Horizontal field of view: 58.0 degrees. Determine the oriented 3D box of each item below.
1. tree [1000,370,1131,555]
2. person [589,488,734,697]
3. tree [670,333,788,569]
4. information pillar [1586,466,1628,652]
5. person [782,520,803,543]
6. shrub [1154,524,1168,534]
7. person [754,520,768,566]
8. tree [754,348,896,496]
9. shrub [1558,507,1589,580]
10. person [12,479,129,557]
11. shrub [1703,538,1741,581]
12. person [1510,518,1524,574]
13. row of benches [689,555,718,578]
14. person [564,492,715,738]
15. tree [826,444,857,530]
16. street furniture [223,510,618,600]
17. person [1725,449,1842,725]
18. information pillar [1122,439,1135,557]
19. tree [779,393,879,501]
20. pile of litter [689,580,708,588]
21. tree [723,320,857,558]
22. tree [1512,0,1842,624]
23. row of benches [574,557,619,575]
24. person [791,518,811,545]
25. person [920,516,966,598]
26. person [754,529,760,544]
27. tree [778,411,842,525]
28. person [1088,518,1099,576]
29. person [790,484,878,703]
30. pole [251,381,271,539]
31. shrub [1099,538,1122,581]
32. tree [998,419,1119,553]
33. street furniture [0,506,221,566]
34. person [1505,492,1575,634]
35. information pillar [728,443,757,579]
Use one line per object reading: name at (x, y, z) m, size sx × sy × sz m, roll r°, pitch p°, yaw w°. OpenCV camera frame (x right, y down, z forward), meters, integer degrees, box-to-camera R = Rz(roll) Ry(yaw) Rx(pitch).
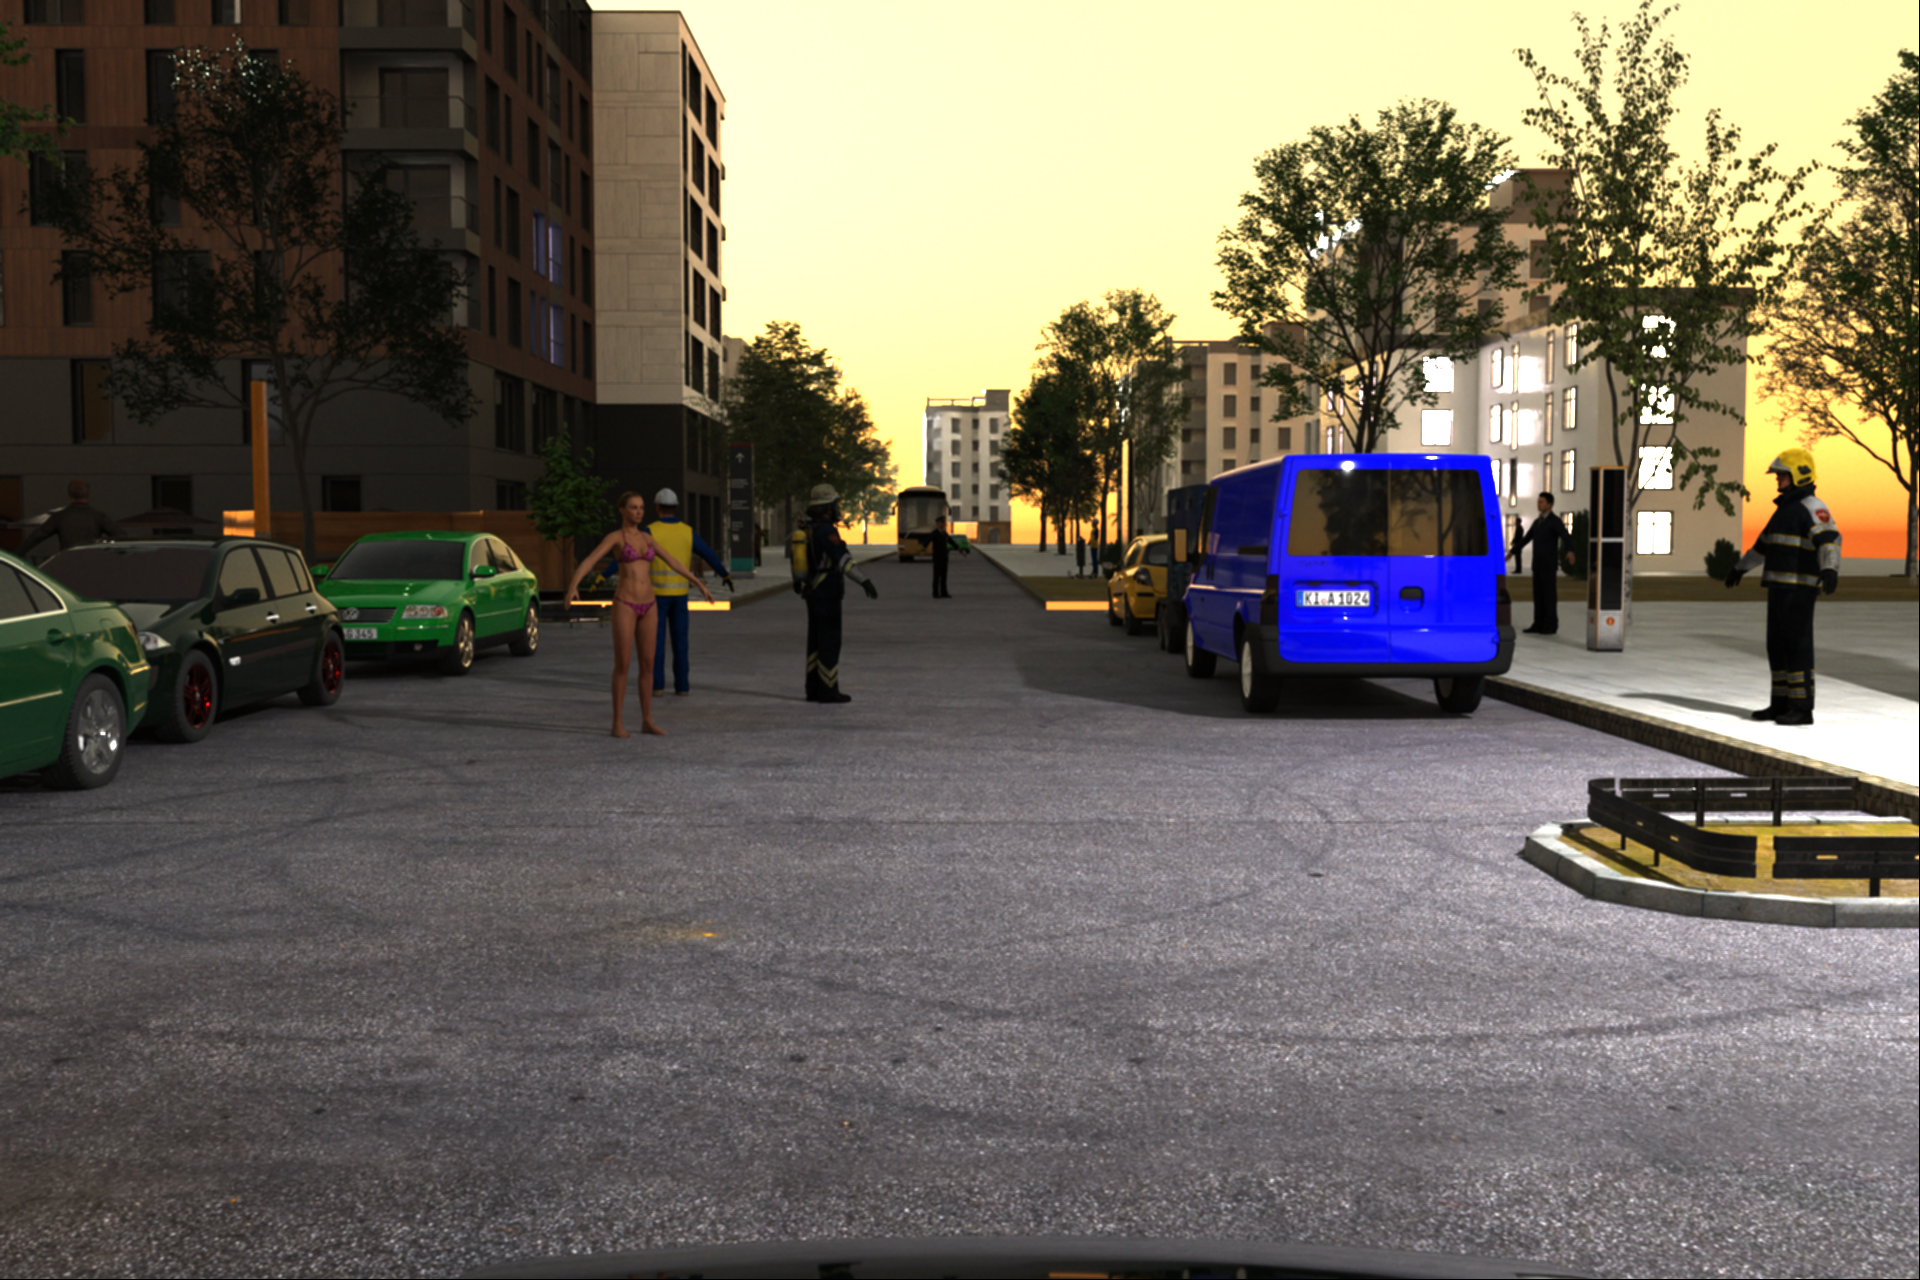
tree at (6.476, -11.023, 105.989) m, size 9.928 × 11.665 × 9.643 m, roll 0°, pitch 3°, yaw 0°
person at (-2.607, -0.424, 15.364) m, size 1.349 × 1.833 × 0.705 m, roll -2°, pitch 4°, yaw -30°
tree at (-8.980, -6.968, 64.296) m, size 4.360 × 8.622 × 3.978 m, roll 0°, pitch 3°, yaw 0°
information pillar at (7.051, -0.880, 18.883) m, size 0.304 × 2.012 × 0.304 m, roll 0°, pitch 4°, yaw -1°
person at (-5.911, -3.527, 63.861) m, size 1.347 × 1.806 × 0.705 m, roll 1°, pitch 4°, yaw 12°
shrub at (6.462, -2.798, 49.781) m, size 1.661 × 2.075 × 1.752 m, roll 0°, pitch 3°, yaw 0°
person at (-8.126, -3.870, 69.038) m, size 1.354 × 1.858 × 0.705 m, roll 2°, pitch 4°, yaw 35°
tree at (-9.323, -12.433, 113.642) m, size 12.009 × 13.543 × 11.850 m, roll 0°, pitch 3°, yaw 0°
shrub at (17.461, -2.688, 48.376) m, size 1.690 × 2.028 × 1.600 m, roll 0°, pitch 3°, yaw 0°
person at (-8.432, -0.639, 16.624) m, size 1.348 × 1.807 × 0.705 m, roll -2°, pitch 4°, yaw -23°
shrub at (21.027, -2.241, 47.760) m, size 1.383 × 1.207 × 1.383 m, roll 0°, pitch 3°, yaw 0°
person at (18.125, -3.064, 56.318) m, size 0.704 × 1.802 × 1.346 m, roll 2°, pitch 4°, yaw 28°
row of benches at (-8.158, -2.121, 50.134) m, size 1.422 × 0.672 × 4.104 m, roll 1°, pitch 4°, yaw 16°
person at (-2.271, -0.184, 12.267) m, size 1.217 × 1.733 × 0.721 m, roll -3°, pitch 5°, yaw -43°
tree at (-9.614, -11.254, 134.365) m, size 4.737 × 8.622 × 4.395 m, roll 0°, pitch 3°, yaw 0°
street furniture at (-10.494, -1.752, 35.495) m, size 9.812 × 1.723 × 11.010 m, roll -3°, pitch 5°, yaw -40°
person at (5.620, -0.366, 11.754) m, size 0.704 × 1.858 × 1.351 m, roll 0°, pitch 4°, yaw -2°
information pillar at (4.215, -3.188, 43.437) m, size 0.184 × 3.620 × 1.656 m, roll 0°, pitch 4°, yaw 1°
tree at (-9.750, -12.320, 127.194) m, size 9.928 × 11.665 × 9.643 m, roll 0°, pitch 3°, yaw 0°
pile of litter at (-6.718, -1.722, 42.112) m, size 1.176 × 0.858 × 1.719 m, roll 0°, pitch 4°, yaw -1°
tree at (-9.579, -10.671, 92.593) m, size 7.486 × 12.596 × 7.792 m, roll 0°, pitch 3°, yaw 0°
tree at (9.525, -4.514, 24.170) m, size 4.737 × 8.622 × 4.395 m, roll 0°, pitch 3°, yaw 0°
row of benches at (-10.668, -1.890, 46.357) m, size 4.104 × 0.672 × 1.422 m, roll -1°, pitch 4°, yaw -9°
person at (-5.236, -3.316, 60.077) m, size 1.347 × 1.847 × 0.705 m, roll -3°, pitch 4°, yaw -36°
person at (-0.420, -1.867, 38.911) m, size 1.347 × 1.837 × 0.705 m, roll -3°, pitch 5°, yaw -42°
person at (-7.776, -3.548, 64.132) m, size 0.705 × 1.813 × 1.348 m, roll 2°, pitch 4°, yaw 29°
tree at (-8.935, -9.158, 100.092) m, size 4.360 × 8.622 × 3.978 m, roll 0°, pitch 3°, yaw 0°
person at (4.066, -2.864, 53.290) m, size 0.721 × 1.772 × 1.216 m, roll 0°, pitch 4°, yaw -3°
person at (-1.138, -0.401, 14.788) m, size 0.705 × 1.856 × 1.354 m, roll -2°, pitch 4°, yaw -33°
pole at (-9.369, -1.798, 23.239) m, size 0.158 × 3.312 × 0.155 m, roll 0°, pitch 3°, yaw 0°
shrub at (4.234, -2.160, 46.429) m, size 1.383 × 1.207 × 1.383 m, roll 0°, pitch 3°, yaw 0°
tree at (6.680, -11.041, 114.926) m, size 8.767 × 10.594 × 7.601 m, roll 0°, pitch 4°, yaw 3°
street furniture at (-32.312, -2.052, 38.575) m, size 27.439 × 1.986 × 14.083 m, roll 0°, pitch 4°, yaw 2°
person at (7.510, -0.995, 22.311) m, size 0.704 × 1.823 × 1.345 m, roll -1°, pitch 4°, yaw -19°
information pillar at (-6.257, -3.693, 49.764) m, size 0.750 × 3.857 × 0.750 m, roll 0°, pitch 4°, yaw 0°
